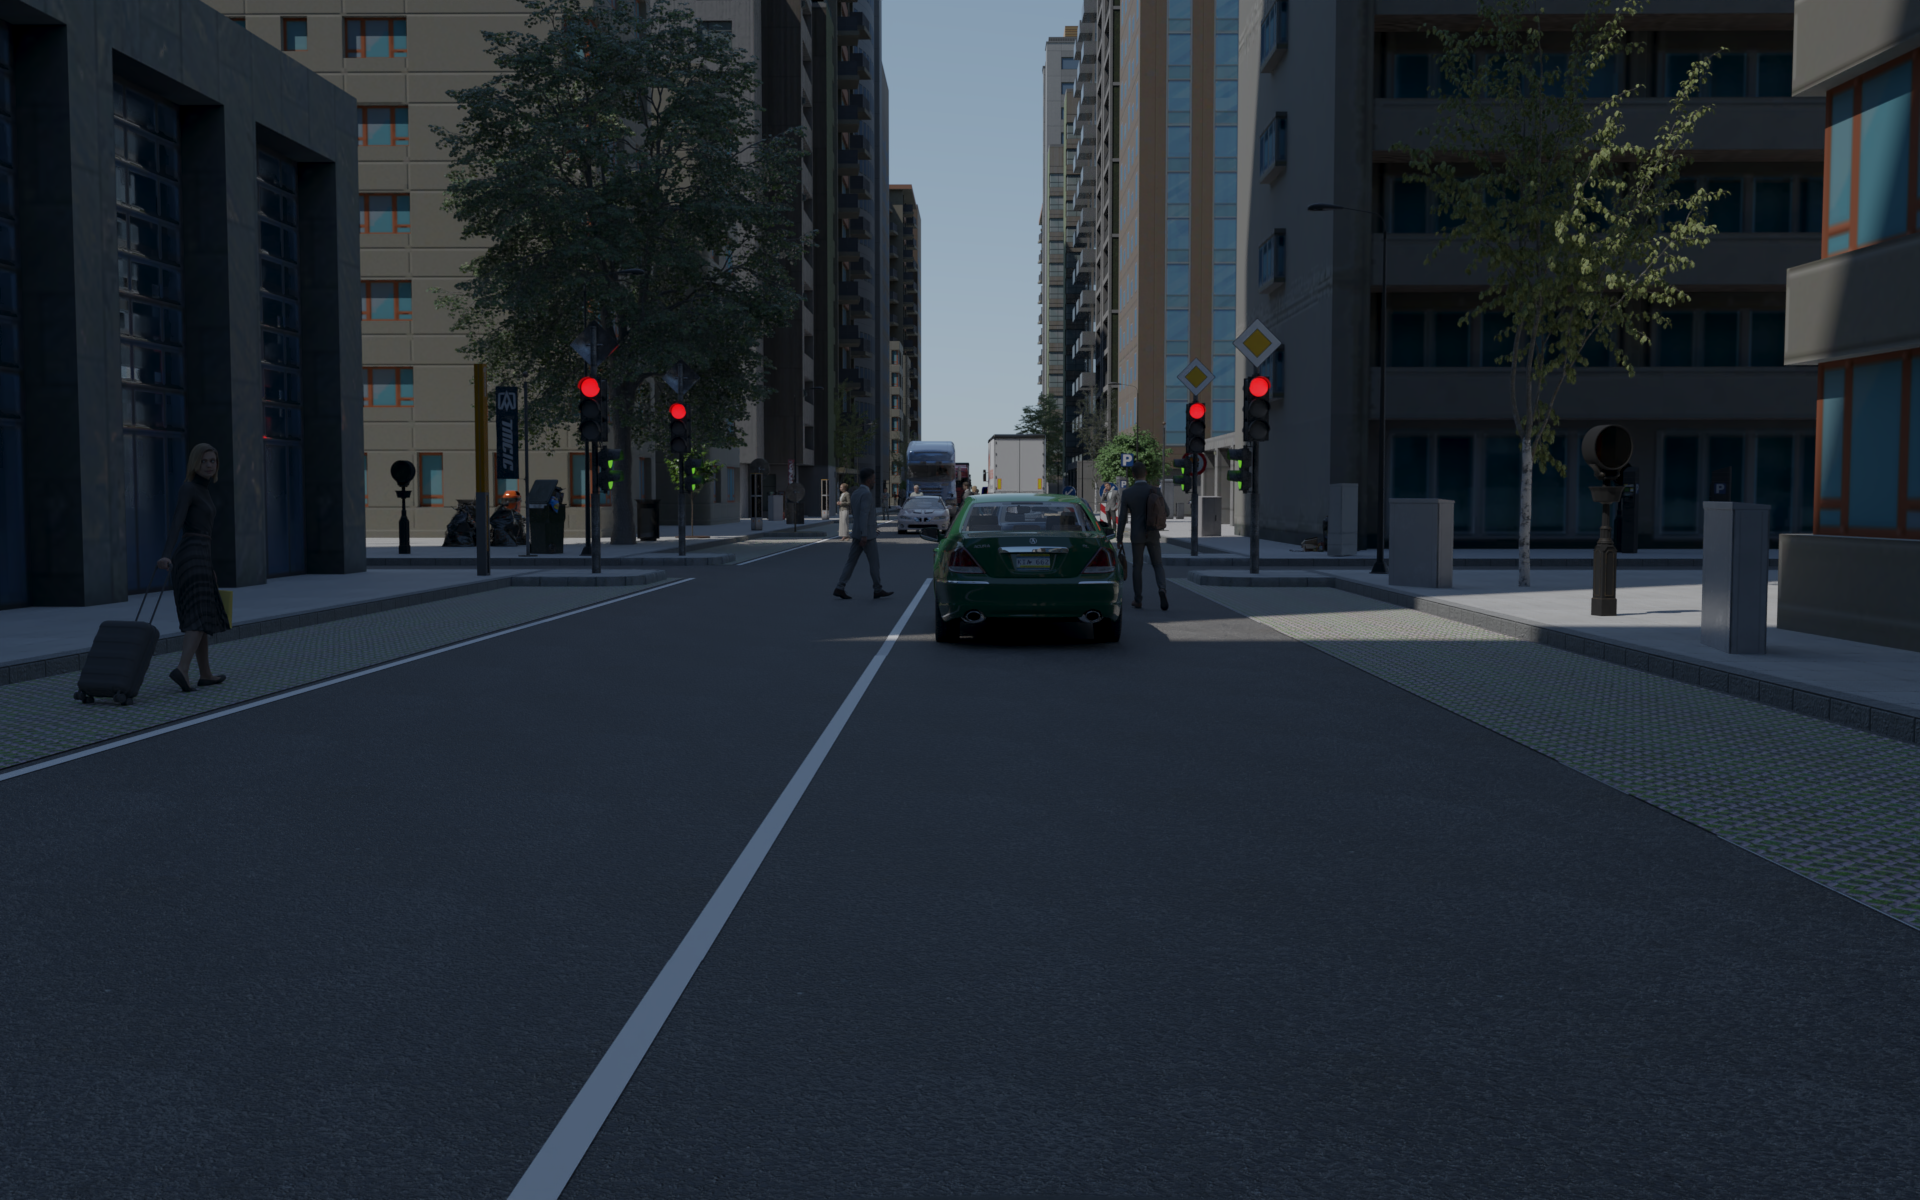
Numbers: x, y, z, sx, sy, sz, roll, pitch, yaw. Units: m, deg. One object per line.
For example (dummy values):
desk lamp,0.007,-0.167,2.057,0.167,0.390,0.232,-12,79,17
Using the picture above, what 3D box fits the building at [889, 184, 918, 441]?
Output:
building,-17.167,-35.713,238.539,22.147,44.769,28.867,0,4,1

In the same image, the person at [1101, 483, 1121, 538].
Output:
person,4.896,-2.905,56.185,0.592,1.802,0.473,3,5,41

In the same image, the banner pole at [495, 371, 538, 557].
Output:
banner pole,-9.105,-2.781,35.487,0.863,3.779,0.401,0,4,3

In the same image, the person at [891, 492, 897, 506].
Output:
person,-7.188,-11.255,193.341,1.217,1.723,0.721,3,4,36

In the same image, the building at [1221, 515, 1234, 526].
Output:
building,21.009,-38.408,66.222,20.563,71.187,20.611,0,4,1

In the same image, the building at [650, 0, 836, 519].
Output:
building,-14.459,-19.759,94.762,14.160,30.474,14.107,0,4,1

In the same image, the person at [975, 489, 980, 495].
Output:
person,1.027,-5.218,94.645,0.643,1.720,0.563,1,4,18

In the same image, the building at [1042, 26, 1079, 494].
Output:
building,21.231,-41.811,225.613,21.231,58.520,28.212,0,4,1

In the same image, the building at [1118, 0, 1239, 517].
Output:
building,16.869,-27.649,102.177,14.600,45.320,14.200,0,4,1

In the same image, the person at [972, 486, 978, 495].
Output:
person,0.873,-4.052,74.965,0.699,1.804,1.509,-3,4,-38

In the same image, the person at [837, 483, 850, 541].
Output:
person,-3.579,-2.691,53.045,0.362,1.759,0.519,-2,4,-31

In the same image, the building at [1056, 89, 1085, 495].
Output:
building,17.568,-30.246,178.110,14.154,41.232,14.086,0,4,1

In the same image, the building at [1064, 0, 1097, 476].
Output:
building,21.641,-32.751,155.088,23.786,49.044,30.456,0,4,1

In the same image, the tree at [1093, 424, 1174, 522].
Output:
tree,7.954,-5.818,78.835,4.285,4.588,4.351,0,3,0

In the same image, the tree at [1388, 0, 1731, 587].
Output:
tree,8.069,-4.489,23.758,4.737,8.622,4.395,0,3,0

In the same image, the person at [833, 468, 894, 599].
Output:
person,-1.332,-0.910,23.661,0.850,1.792,0.678,-2,4,-28

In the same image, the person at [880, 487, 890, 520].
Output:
person,-4.093,-5.241,94.374,0.511,1.800,0.466,1,4,11

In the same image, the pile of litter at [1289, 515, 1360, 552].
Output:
pile of litter,8.176,-1.519,38.808,1.719,0.858,1.176,0,4,-2

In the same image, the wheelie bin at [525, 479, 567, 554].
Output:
wheelie bin,-8.910,-1.796,37.273,0.980,1.594,0.693,2,4,29

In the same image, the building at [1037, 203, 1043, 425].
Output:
building,22.621,-36.697,254.617,22.147,44.769,28.867,0,4,1

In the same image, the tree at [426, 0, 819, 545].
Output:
tree,-8.473,-8.385,43.751,9.857,13.997,8.962,0,3,0

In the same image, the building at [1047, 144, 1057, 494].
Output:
building,17.284,-31.895,205.084,14.154,41.232,14.086,0,4,1

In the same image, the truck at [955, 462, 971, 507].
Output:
truck,-0.392,-10.195,155.608,2.839,4.237,11.283,0,4,0

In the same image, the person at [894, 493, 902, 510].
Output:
person,-4.864,-7.839,137.469,0.742,1.727,0.445,-2,4,-24

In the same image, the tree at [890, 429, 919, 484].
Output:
tree,-6.103,-14.571,188.605,4.360,8.622,3.978,0,3,0

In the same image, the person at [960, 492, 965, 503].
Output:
person,0.230,-8.541,149.617,0.415,1.643,0.593,2,4,32

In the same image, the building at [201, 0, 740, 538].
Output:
building,-24.103,-13.424,64.524,27.650,21.520,28.899,0,4,1

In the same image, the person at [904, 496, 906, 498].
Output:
person,-3.968,-8.071,140.477,1.348,1.821,0.705,0,4,-4

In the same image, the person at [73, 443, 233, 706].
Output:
person,-5.690,-0.221,12.339,0.699,1.804,1.509,1,4,19

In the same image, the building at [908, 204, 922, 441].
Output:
building,-12.949,-37.300,259.959,14.600,45.320,14.200,0,4,1

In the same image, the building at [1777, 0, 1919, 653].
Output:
building,21.424,-9.556,1.279,27.650,21.520,28.899,0,4,1

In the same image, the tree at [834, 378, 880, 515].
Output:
tree,-7.420,-9.664,108.361,4.737,8.622,4.395,0,3,0

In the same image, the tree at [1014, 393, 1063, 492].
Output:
tree,9.441,-16.852,193.662,7.486,12.596,7.792,0,3,0

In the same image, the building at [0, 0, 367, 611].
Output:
building,-25.471,-42.962,15.095,31.000,86.520,22.319,0,4,1

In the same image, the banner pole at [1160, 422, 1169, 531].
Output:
banner pole,7.077,-4.298,60.283,0.401,3.779,0.863,0,4,4

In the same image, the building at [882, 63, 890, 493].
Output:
building,-14.411,-32.098,174.909,14.600,45.320,14.200,0,4,1

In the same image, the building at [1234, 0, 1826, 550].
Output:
building,19.059,-25.981,48.487,21.600,48.544,21.300,0,4,1

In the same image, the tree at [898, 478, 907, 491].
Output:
tree,-6.060,-11.623,184.635,1.663,3.219,1.824,0,3,0

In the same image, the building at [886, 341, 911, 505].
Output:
building,-20.439,-22.350,210.462,27.650,21.520,28.899,0,4,1

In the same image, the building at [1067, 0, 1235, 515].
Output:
building,18.846,-42.245,128.963,20.563,71.187,20.611,0,4,1

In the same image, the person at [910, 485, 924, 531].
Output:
person,-1.716,-3.523,66.592,0.782,1.767,0.515,0,4,1

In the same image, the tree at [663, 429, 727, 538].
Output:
tree,-7.918,-3.420,50.513,1.663,3.219,1.824,0,3,0

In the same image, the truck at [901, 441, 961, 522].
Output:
truck,-1.479,-6.363,93.799,2.967,4.110,18.799,0,4,0

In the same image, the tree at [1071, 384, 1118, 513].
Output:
tree,9.411,-10.191,116.991,4.360,8.622,3.978,0,3,0

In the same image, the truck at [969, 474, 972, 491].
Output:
truck,0.325,-15.847,248.005,2.839,4.237,11.283,0,4,0

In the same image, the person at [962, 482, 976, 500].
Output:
person,0.277,-2.990,57.343,0.822,1.834,0.622,0,4,-1

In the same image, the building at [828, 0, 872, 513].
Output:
building,-17.903,-28.778,125.151,22.147,44.769,28.867,0,4,1

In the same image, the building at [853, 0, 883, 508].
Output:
building,-18.188,-37.394,153.390,21.231,58.520,28.212,0,4,1

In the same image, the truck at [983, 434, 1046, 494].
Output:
truck,2.690,-5.966,86.462,2.839,4.237,11.283,0,4,-1
